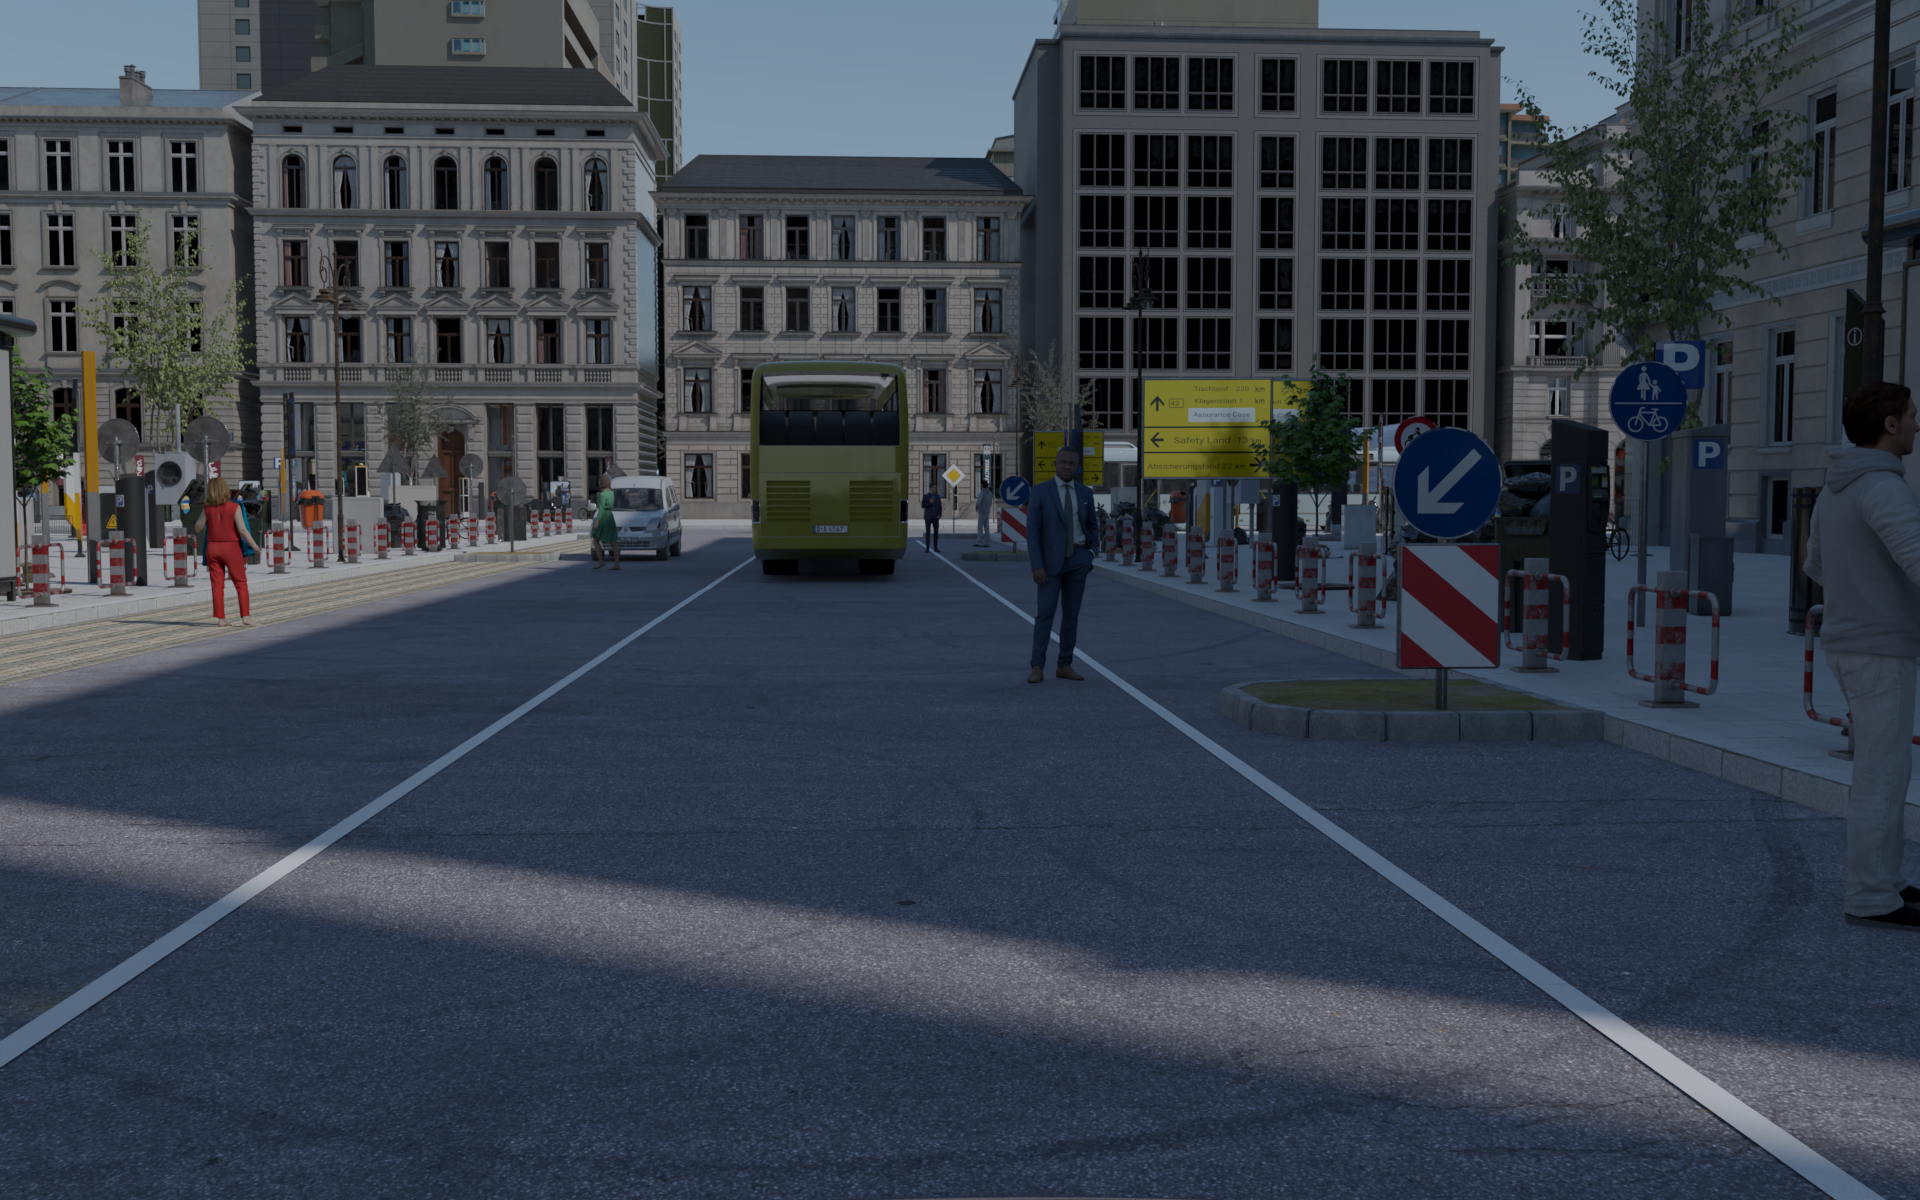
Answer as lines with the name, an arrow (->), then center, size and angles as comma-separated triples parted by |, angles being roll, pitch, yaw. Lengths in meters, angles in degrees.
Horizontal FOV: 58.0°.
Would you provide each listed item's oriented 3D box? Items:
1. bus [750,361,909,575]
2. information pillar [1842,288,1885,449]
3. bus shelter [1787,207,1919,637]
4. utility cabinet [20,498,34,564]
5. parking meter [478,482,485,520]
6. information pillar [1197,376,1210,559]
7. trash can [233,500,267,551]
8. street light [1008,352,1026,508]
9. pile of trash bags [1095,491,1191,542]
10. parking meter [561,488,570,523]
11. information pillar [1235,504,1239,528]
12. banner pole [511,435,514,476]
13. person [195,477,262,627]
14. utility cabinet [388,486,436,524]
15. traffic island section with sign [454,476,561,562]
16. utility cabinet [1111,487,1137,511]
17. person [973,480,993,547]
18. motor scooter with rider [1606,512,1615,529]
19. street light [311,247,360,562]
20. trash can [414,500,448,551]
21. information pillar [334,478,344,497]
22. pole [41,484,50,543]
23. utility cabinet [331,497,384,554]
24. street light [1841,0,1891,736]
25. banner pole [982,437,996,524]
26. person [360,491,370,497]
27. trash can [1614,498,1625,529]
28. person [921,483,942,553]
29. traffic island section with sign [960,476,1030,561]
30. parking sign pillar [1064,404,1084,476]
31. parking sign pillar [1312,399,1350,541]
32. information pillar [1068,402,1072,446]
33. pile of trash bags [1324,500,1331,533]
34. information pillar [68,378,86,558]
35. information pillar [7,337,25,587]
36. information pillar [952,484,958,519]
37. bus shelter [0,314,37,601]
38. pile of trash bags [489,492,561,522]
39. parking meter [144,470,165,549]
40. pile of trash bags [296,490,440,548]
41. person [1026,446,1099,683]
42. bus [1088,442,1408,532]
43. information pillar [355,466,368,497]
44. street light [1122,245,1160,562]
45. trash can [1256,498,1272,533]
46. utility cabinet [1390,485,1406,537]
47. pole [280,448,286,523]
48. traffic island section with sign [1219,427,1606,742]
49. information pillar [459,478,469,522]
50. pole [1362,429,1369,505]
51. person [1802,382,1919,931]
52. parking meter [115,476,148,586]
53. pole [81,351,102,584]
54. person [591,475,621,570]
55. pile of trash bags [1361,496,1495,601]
bus -> -2.581, -2.572, 33.605 | 2.896, 3.916, 12.252 | 0, 4, -5
information pillar -> 10.180, -1.727, 19.586 | 0.183, 3.616, 0.504 | -1, 4, -19
bus shelter -> 8.022, -2.083, 11.682 | 2.179, 5.291, 8.768 | 0, 4, -4
utility cabinet -> -17.342, -1.235, 31.347 | 1.020, 1.237, 0.306 | -2, 4, -25
parking meter -> -23.612, -4.877, 85.454 | 0.255, 1.863, 0.399 | -1, 4, -19
information pillar -> 4.820, -2.627, 34.307 | 0.183, 3.616, 0.504 | -1, 4, -15
trash can -> -16.033, -1.680, 39.124 | 0.748, 1.137, 0.748 | 0, 3, 0
street light -> 1.860, -5.115, 56.422 | 0.468, 5.910, 1.993 | 0, 4, -4
pile of trash bags -> 5.112, -2.335, 47.927 | 3.447, 1.369, 1.912 | -3, 5, -41
parking meter -> -17.489, -4.183, 76.798 | 0.372, 1.533, 0.369 | 0, 3, 0
information pillar -> 8.643, -3.829, 53.956 | 0.183, 3.616, 0.504 | 1, 4, 13
banner pole -> -19.097, -5.139, 74.042 | 0.401, 3.779, 0.863 | -1, 4, -14
person -> -7.857, -0.513, 18.593 | 0.593, 1.614, 0.444 | 1, 4, 23
utility cabinet -> -14.481, -2.272, 45.827 | 1.173, 1.500, 0.318 | -1, 4, -11
traffic island section with sign -> -9.691, -1.754, 37.304 | 1.989, 1.847, 2.006 | 0, 4, -4
utility cabinet -> 5.253, -2.831, 54.961 | 0.318, 1.500, 1.173 | 3, 5, 44
person -> 0.611, -2.315, 46.503 | 0.789, 1.805, 0.875 | 3, 5, 42
motor scooter with rider -> 22.358, -3.217, 61.561 | 1.986, 1.779, 0.876 | 0, 4, -4
street light -> -11.702, -3.657, 32.588 | 0.468, 5.910, 1.993 | 0, 4, -4
trash can -> -11.933, -1.679, 39.112 | 0.748, 1.137, 0.748 | 0, 3, 0
information pillar -> -28.532, -4.597, 79.650 | 0.304, 2.012, 0.304 | 3, 4, 37
pole -> -23.848, -3.135, 45.102 | 0.158, 3.312, 0.155 | 0, 3, 0
utility cabinet -> -12.899, -1.588, 37.131 | 1.020, 1.237, 0.306 | 0, 4, -1
street light -> 4.781, -2.216, 9.022 | 0.468, 5.910, 1.993 | 0, 4, -4
banner pole -> 1.302, -5.222, 75.402 | 0.863, 3.779, 0.401 | -3, 4, -38
person -> -20.040, -3.055, 58.331 | 0.818, 1.842, 0.514 | 0, 4, 4
trash can -> 21.630, -2.731, 56.305 | 0.748, 1.137, 0.748 | 0, 3, 0
person -> -0.690, -2.014, 42.347 | 0.541, 1.710, 0.530 | -1, 4, -13
traffic island section with sign -> 1.029, -1.789, 37.886 | 1.989, 1.847, 2.006 | 0, 4, -4
parking sign pillar -> 3.381, -3.843, 51.306 | 1.447, 3.967, 1.447 | 0, 4, -2
parking sign pillar -> 10.440, -3.619, 47.645 | 1.447, 3.967, 1.447 | 1, 4, 11
information pillar -> 2.815, -3.247, 44.449 | 0.183, 3.616, 0.504 | 0, 4, 0
pile of trash bags -> 13.629, -2.894, 57.066 | 3.447, 1.369, 1.912 | 2, 4, 25
information pillar -> -17.813, -2.666, 34.943 | 0.183, 3.616, 0.504 | -1, 4, -23
information pillar -> -13.220, -1.991, 23.912 | 0.504, 3.616, 0.183 | 2, 4, 25
information pillar -> -0.240, -5.074, 87.457 | 0.304, 2.012, 0.304 | 0, 4, 6
bus shelter -> -11.843, -2.365, 16.295 | 2.179, 5.291, 8.768 | 0, 4, -4
pile of trash bags -> -19.742, -4.249, 79.219 | 3.447, 1.369, 1.912 | -1, 4, -23
parking meter -> -19.020, -2.152, 40.900 | 0.399, 1.863, 0.255 | 2, 4, 23
pile of trash bags -> -14.160, -1.931, 41.332 | 1.912, 1.369, 3.447 | 3, 5, 39
person -> 0.768, -0.287, 13.378 | 0.721, 1.800, 0.419 | -2, 4, -27
bus -> 10.916, -4.120, 62.222 | 13.247, 3.499, 2.948 | 0, 4, -4
information pillar -> -15.632, -2.494, 45.268 | 0.304, 2.012, 0.304 | -1, 4, -20
street light -> 3.362, -3.647, 32.423 | 0.468, 5.910, 1.993 | 0, 4, -4
trash can -> 9.954, -2.737, 56.406 | 0.748, 1.137, 0.748 | 0, 3, 0
utility cabinet -> 11.113, -2.157, 43.944 | 0.318, 1.500, 1.173 | 1, 4, 9
pole -> -30.253, -5.112, 77.422 | 0.158, 3.312, 0.155 | 0, 3, 0
traffic island section with sign -> 2.721, -0.144, 10.984 | 1.989, 1.847, 2.006 | 0, 4, -4
information pillar -> -22.567, -4.548, 78.858 | 0.304, 2.012, 0.304 | 3, 5, 42
pole -> 12.666, -3.685, 54.090 | 0.158, 3.312, 0.155 | 0, 3, 0
person -> 3.152, 0.175, 5.785 | 0.789, 1.805, 0.875 | 0, 4, 5
parking meter -> -11.574, -0.965, 24.193 | 0.372, 1.533, 0.369 | 0, 3, 0
pole -> -12.450, -1.895, 24.827 | 0.158, 3.312, 0.155 | 0, 3, 0
person -> -6.668, -1.459, 32.609 | 0.529, 1.795, 0.600 | 0, 4, 5
pile of trash bags -> 6.185, -0.613, 19.772 | 1.912, 1.369, 3.447 | -1, 4, -10
